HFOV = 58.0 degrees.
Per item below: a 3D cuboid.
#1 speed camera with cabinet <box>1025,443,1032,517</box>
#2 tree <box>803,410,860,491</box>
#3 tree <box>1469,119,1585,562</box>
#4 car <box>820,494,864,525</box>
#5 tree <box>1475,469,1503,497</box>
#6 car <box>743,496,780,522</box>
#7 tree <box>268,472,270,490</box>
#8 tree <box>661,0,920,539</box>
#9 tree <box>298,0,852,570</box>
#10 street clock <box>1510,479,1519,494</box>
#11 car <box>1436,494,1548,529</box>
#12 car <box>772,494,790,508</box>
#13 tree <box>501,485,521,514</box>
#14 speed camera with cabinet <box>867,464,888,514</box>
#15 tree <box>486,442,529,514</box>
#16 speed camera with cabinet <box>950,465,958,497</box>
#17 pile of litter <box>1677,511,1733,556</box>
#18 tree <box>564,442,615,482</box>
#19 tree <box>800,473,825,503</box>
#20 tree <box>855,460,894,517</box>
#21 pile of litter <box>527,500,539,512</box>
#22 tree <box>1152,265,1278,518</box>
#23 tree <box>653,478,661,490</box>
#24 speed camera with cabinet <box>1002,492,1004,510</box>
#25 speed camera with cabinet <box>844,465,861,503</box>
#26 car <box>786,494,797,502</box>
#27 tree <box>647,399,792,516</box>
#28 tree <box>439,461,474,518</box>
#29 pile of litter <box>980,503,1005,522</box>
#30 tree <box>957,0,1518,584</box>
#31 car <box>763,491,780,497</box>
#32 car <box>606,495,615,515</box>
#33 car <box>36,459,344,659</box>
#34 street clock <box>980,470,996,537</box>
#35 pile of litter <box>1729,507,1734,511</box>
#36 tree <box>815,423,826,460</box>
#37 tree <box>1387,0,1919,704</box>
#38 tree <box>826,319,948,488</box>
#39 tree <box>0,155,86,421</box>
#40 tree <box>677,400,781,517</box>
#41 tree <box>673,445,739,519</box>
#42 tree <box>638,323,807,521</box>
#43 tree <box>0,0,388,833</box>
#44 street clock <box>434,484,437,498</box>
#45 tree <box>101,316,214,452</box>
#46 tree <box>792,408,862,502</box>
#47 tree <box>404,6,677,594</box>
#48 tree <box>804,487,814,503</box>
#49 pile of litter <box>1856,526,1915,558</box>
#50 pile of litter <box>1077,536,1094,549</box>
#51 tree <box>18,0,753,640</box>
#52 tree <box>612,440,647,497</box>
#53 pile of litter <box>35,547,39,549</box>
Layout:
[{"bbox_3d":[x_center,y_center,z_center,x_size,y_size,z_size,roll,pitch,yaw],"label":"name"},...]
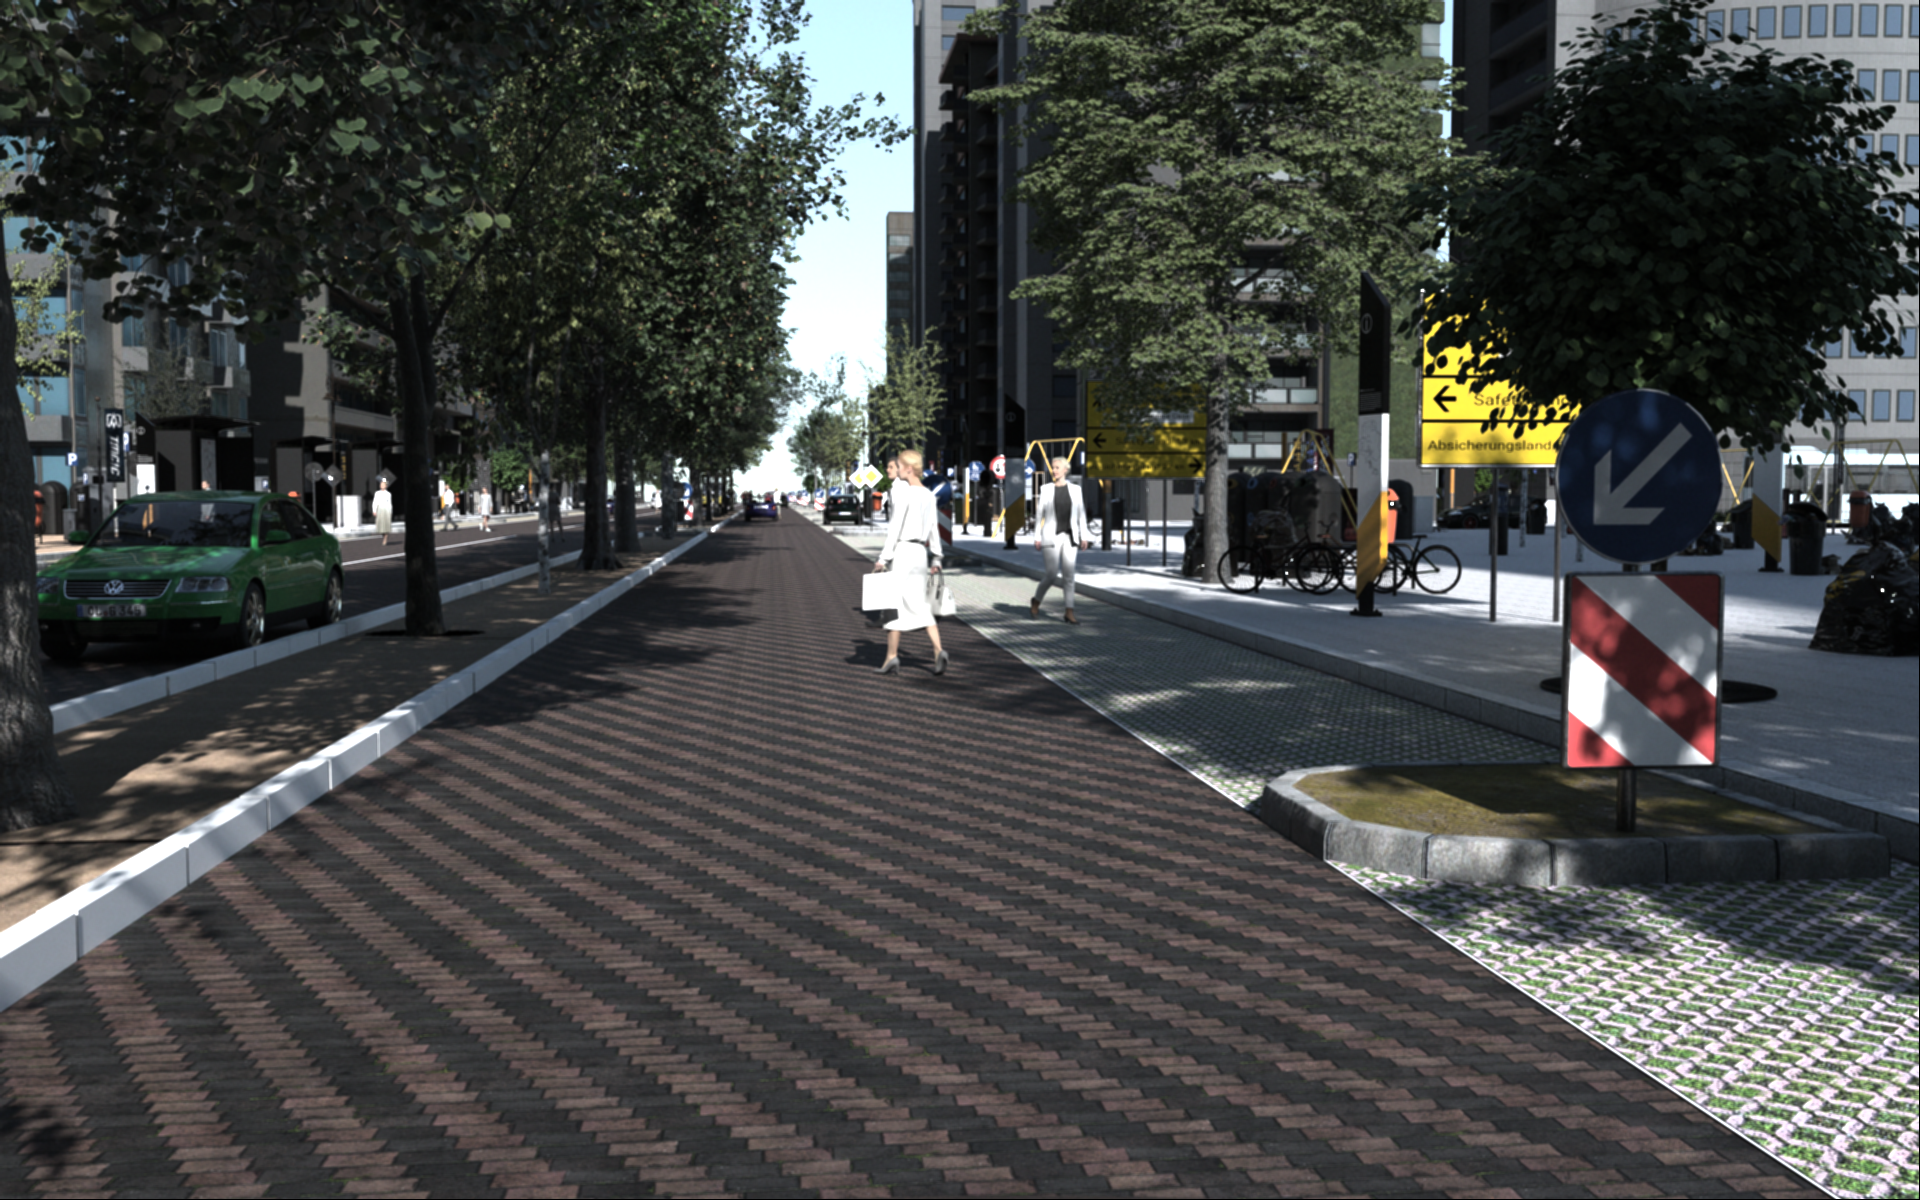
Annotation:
[{"bbox_3d":[3.168,-4.477,67.528,2.038,3.252,0.660,-2,4,-27],"label":"speed camera with cabinet"},{"bbox_3d":[-11.339,-12.670,157.508,4.360,8.622,3.978,0,3,0],"label":"tree"},{"bbox_3d":[11.540,-5.030,32.595,4.737,8.622,4.395,0,3,0],"label":"tree"},{"bbox_3d":[-5.418,-4.295,80.004,2.009,1.686,4.222,0,4,-7],"label":"car"},{"bbox_3d":[24.833,-5.400,82.890,1.663,3.219,1.824,0,3,0],"label":"tree"},{"bbox_3d":[-10.496,-4.835,91.630,1.945,1.354,3.894,0,4,-5],"label":"car"},{"bbox_3d":[-31.817,-5.344,81.970,1.663,3.219,1.824,0,3,0],"label":"tree"},{"bbox_3d":[-7.892,-11.920,53.240,12.611,20.169,13.585,0,3,0],"label":"tree"},{"bbox_3d":[-6.850,-6.903,32.328,9.611,12.733,9.660,0,3,0],"label":"tree"},{"bbox_3d":[27.483,-4.976,85.930,0.471,2.002,0.358,-3,5,-43],"label":"street clock"},{"bbox_3d":[20.641,-3.509,67.153,4.222,1.686,2.009,0,4,-6],"label":"car"},{"bbox_3d":[-18.074,-10.017,173.561,2.009,1.686,4.222,0,4,-5],"label":"car"},{"bbox_3d":[-29.487,-7.295,113.873,1.663,3.219,1.824,0,3,0],"label":"tree"},{"bbox_3d":[-5.363,-7.256,112.979,0.660,3.252,2.038,-2,4,-28],"label":"speed camera with cabinet"},{"bbox_3d":[-28.787,-7.711,109.793,4.285,4.588,4.351,0,3,0],"label":"tree"},{"bbox_3d":[-0.450,-7.715,120.472,0.660,3.252,2.038,0,4,3],"label":"speed camera with cabinet"},{"bbox_3d":[15.429,-1.376,36.464,1.719,0.858,1.176,-2,4,-34],"label":"pile of litter"},{"bbox_3d":[-36.624,-15.409,170.058,7.486,12.596,7.792,0,3,0],"label":"tree"},{"bbox_3d":[-20.600,-15.734,240.960,4.285,4.588,4.351,0,3,0],"label":"tree"},{"bbox_3d":[-4.542,-6.310,97.768,1.663,3.219,1.824,0,3,0],"label":"tree"},{"bbox_3d":[-30.651,-6.707,123.626,1.719,0.858,1.176,-1,4,-11],"label":"pile of litter"},{"bbox_3d":[7.594,-6.356,54.286,4.360,8.622,3.978,0,3,0],"label":"tree"},{"bbox_3d":[-45.804,-17.318,266.860,4.285,4.588,4.351,0,3,0],"label":"tree"},{"bbox_3d":[3.307,-7.163,111.447,2.038,3.252,0.660,-3,5,-44],"label":"speed camera with cabinet"},{"bbox_3d":[-7.459,-7.610,118.759,0.660,3.252,2.038,0,4,5],"label":"speed camera with cabinet"},{"bbox_3d":[-27.652,-16.724,283.034,1.945,1.707,3.694,0,4,-8],"label":"car"},{"bbox_3d":[-15.736,-10.841,114.126,8.767,10.594,7.601,0,4,-6],"label":"tree"},{"bbox_3d":[-26.482,-5.926,91.486,1.663,3.219,1.824,0,3,0],"label":"tree"},{"bbox_3d":[1.415,-4.092,80.862,1.719,0.858,1.176,0,4,4],"label":"pile of litter"},{"bbox_3d":[3.815,-6.483,24.117,7.486,12.596,7.792,0,3,0],"label":"tree"},{"bbox_3d":[-22.063,-11.962,204.253,2.281,1.827,5.304,0,4,-8],"label":"car"},{"bbox_3d":[-24.782,-6.606,120.596,1.945,1.354,3.894,0,4,-5],"label":"car"},{"bbox_3d":[-7.219,-0.473,16.525,1.959,1.807,4.718,0,4,-6],"label":"car"},{"bbox_3d":[0.830,-2.883,51.710,0.358,2.002,0.471,-3,5,-44],"label":"street clock"},{"bbox_3d":[26.000,-2.689,57.923,1.176,0.858,1.719,-3,5,-41],"label":"pile of litter"},{"bbox_3d":[-7.965,-10.550,122.860,4.737,8.622,4.395,0,3,0],"label":"tree"},{"bbox_3d":[4.579,-1.674,11.079,4.285,4.588,4.351,0,3,0],"label":"tree"},{"bbox_3d":[-2.305,-7.433,71.891,4.737,8.622,4.395,0,3,0],"label":"tree"},{"bbox_3d":[-20.941,-5.277,36.650,4.737,8.622,4.395,0,3,0],"label":"tree"},{"bbox_3d":[-14.846,-11.342,106.021,7.486,12.596,7.792,0,3,0],"label":"tree"},{"bbox_3d":[-14.224,-8.929,98.804,4.360,8.622,3.978,0,3,0],"label":"tree"},{"bbox_3d":[-13.179,-10.854,90.289,12.009,13.543,11.850,0,3,0],"label":"tree"},{"bbox_3d":[-4.202,-5.987,6.997,9.857,13.997,8.962,0,3,0],"label":"tree"},{"bbox_3d":[-38.065,-7.393,125.442,0.358,2.002,0.471,-2,4,-23],"label":"street clock"},{"bbox_3d":[-31.995,-7.309,69.866,4.360,8.622,3.978,0,3,0],"label":"tree"},{"bbox_3d":[-14.448,-15.426,186.626,8.767,10.594,7.601,-2,4,-34],"label":"tree"},{"bbox_3d":[-6.011,-4.399,24.744,4.737,8.622,4.395,0,3,0],"label":"tree"},{"bbox_3d":[-21.956,-15.899,254.545,1.663,3.219,1.824,0,3,0],"label":"tree"},{"bbox_3d":[18.821,-1.295,35.145,1.176,0.858,1.719,3,5,43],"label":"pile of litter"},{"bbox_3d":[2.661,-1.659,41.098,1.176,0.858,1.719,2,4,30],"label":"pile of litter"},{"bbox_3d":[-5.527,-5.445,17.242,9.928,11.665,9.643,0,3,0],"label":"tree"},{"bbox_3d":[-39.044,-15.987,195.804,8.767,10.594,7.601,0,4,6],"label":"tree"},{"bbox_3d":[-22.111,-1.579,39.774,1.719,0.858,1.176,-2,4,-33],"label":"pile of litter"}]
